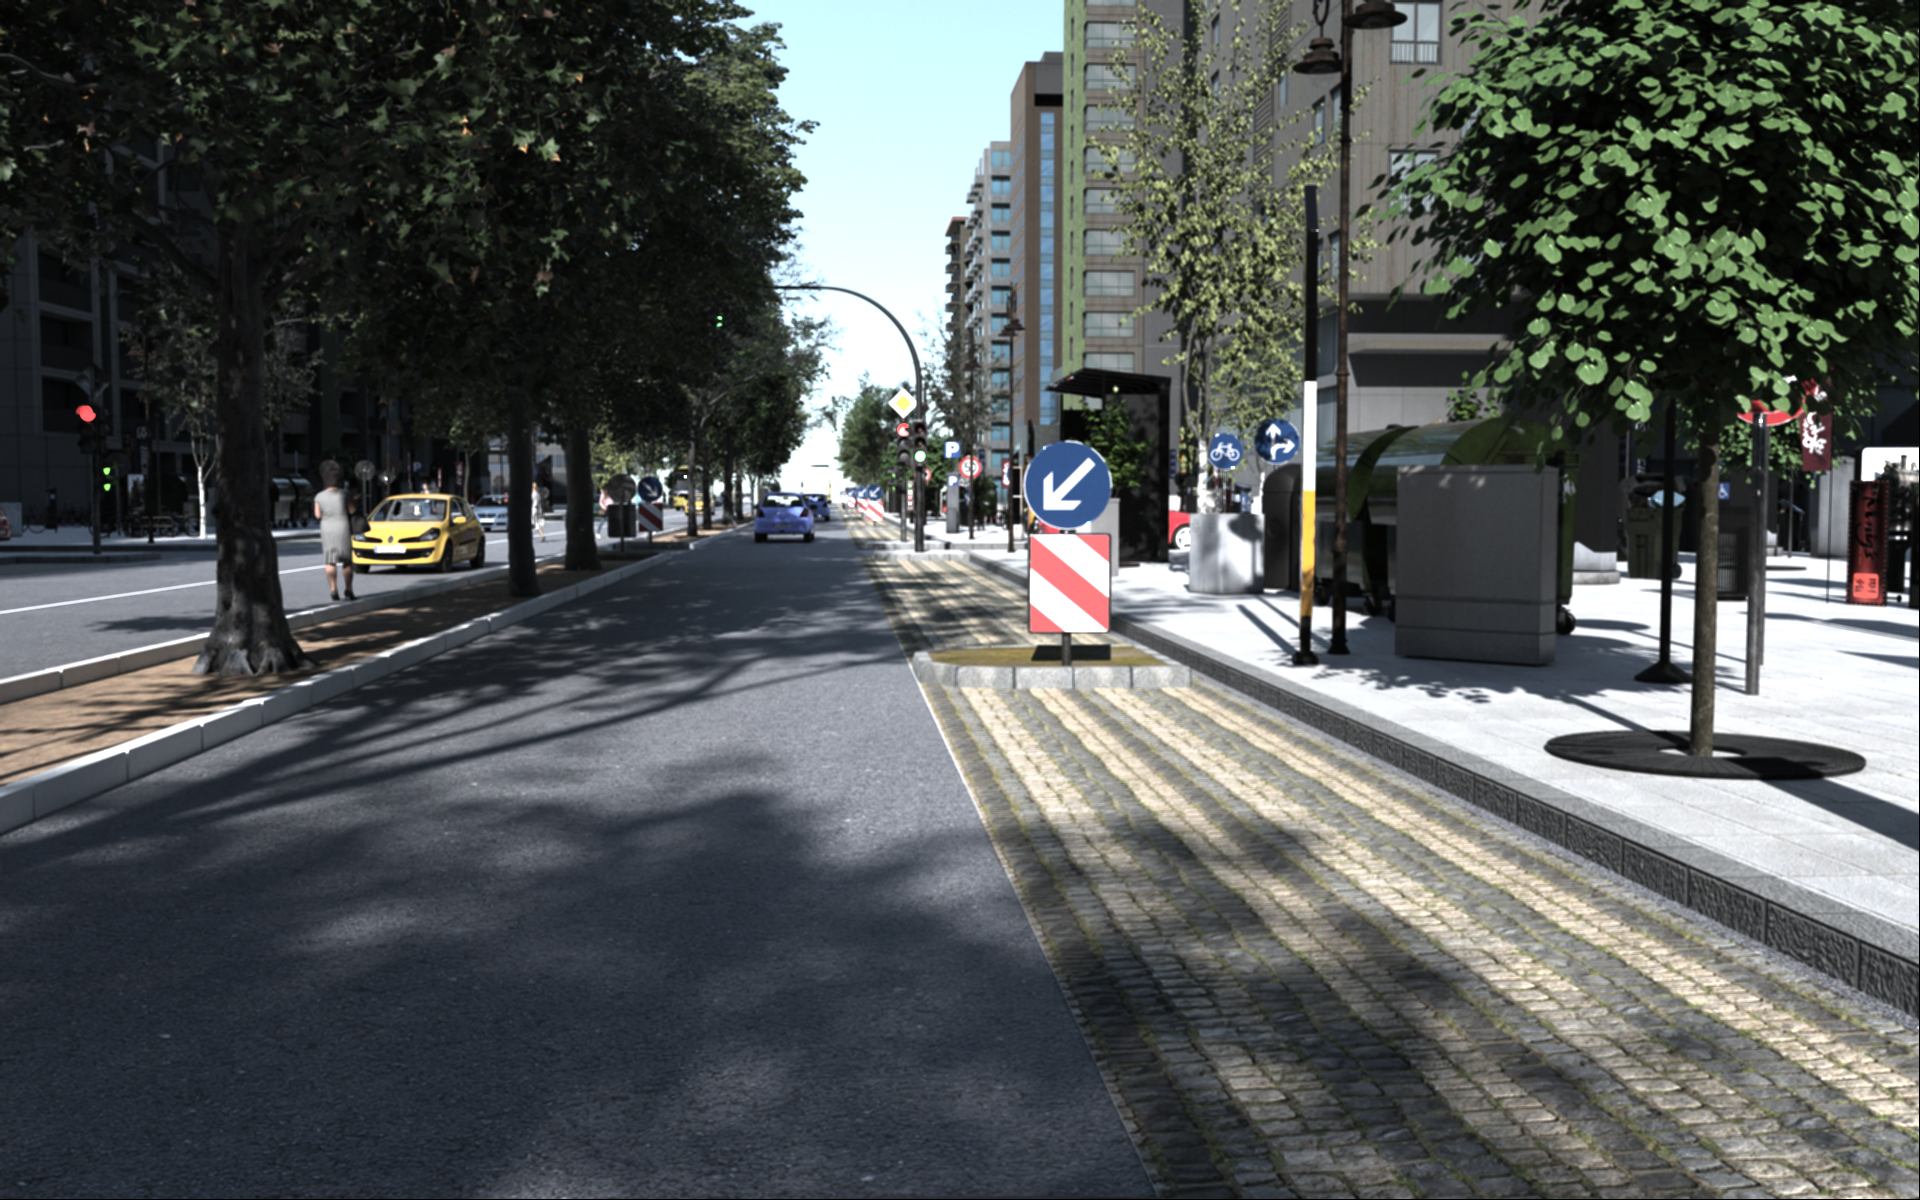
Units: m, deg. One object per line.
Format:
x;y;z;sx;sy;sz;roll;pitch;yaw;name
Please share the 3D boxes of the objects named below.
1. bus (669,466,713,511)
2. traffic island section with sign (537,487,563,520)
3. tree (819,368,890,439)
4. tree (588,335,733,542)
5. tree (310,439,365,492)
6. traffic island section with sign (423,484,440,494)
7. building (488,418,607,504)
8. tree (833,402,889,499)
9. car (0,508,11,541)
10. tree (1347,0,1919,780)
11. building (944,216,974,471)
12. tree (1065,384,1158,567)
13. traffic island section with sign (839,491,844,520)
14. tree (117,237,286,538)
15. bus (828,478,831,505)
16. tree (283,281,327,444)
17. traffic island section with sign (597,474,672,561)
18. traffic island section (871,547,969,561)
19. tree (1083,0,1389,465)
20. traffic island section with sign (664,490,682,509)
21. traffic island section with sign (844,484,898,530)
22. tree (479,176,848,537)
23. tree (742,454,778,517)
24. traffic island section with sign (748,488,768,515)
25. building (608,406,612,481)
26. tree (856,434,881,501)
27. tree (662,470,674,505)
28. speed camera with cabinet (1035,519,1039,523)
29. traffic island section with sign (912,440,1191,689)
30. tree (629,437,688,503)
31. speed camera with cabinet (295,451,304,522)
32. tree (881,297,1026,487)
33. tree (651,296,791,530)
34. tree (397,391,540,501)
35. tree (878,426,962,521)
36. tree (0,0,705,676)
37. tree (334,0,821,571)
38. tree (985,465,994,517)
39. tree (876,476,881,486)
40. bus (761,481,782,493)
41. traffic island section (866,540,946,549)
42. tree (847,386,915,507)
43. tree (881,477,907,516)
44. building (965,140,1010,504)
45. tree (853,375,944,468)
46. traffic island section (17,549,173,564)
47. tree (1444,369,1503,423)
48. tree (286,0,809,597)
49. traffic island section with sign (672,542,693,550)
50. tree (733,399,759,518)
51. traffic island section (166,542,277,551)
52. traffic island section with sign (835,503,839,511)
-23.568;-9.870;152.928;2.896;3.916;12.252;0;4;-4;bus
-22.773;-5.260;94.636;1.989;1.847;2.006;0;4;-4;traffic island section with sign
-15.428;-24.942;263.687;12.611;20.169;13.585;0;3;0;tree
-8.811;-5.848;48.438;4.737;8.622;4.395;0;3;0;tree
-36.666;-7.271;102.590;4.285;4.588;4.351;0;3;0;tree
-20.753;-3.616;67.756;1.989;1.847;2.006;0;4;-4;traffic island section with sign
-59.106;-41.972;228.241;21.231;58.520;28.212;0;4;-4;building
-12.277;-18.086;213.840;7.486;12.596;7.792;0;3;0;tree
-25.394;-1.999;41.723;4.494;1.783;2.155;0;4;-4;car
3.564;-1.509;8.394;4.285;4.588;4.351;0;3;0;tree
8.989;-37.480;267.414;22.147;44.769;28.867;0;4;-4;building
2.776;-2.201;30.592;1.663;3.219;1.824;0;3;0;tree
-5.521;-5.325;95.688;1.989;1.847;2.006;0;4;-4;traffic island section with sign
-21.828;-6.075;49.681;4.360;8.622;3.978;0;3;0;tree
-18.685;-14.749;232.692;2.896;3.916;12.252;0;4;-5;bus
-22.586;-6.446;55.752;4.360;8.622;3.978;0;3;0;tree
-7.498;-1.827;38.006;2.006;1.907;1.989;0;4;-4;traffic island section with sign
-0.886;-0.977;38.261;2.009;0.180;2.903;0;4;-4;traffic island section
3.638;-4.527;24.386;4.737;8.622;4.395;0;3;0;tree
-28.547;-9.966;171.576;1.989;1.847;2.006;0;4;-4;traffic island section with sign
-3.506;-3.674;68.704;1.989;1.847;2.006;0;4;-4;traffic island section with sign
-8.934;-8.833;57.245;12.009;13.543;11.850;0;3;0;tree
-12.829;-9.423;106.887;4.360;8.622;3.978;0;3;0;tree
-13.681;-6.861;120.321;2.006;1.907;1.989;0;4;-4;traffic island section with sign
-57.865;-29.282;250.465;14.160;30.474;14.107;0;4;-4;building
-8.432;-13.836;176.574;4.360;8.622;3.978;0;3;0;tree
-33.905;-13.695;207.624;4.285;4.588;4.351;0;3;0;tree
3.984;-4.994;75.982;0.660;3.252;2.038;-3;5;-40;speed camera with cabinet
0.639;-0.304;13.601;1.989;1.847;2.006;0;4;-4;traffic island section with sign
-31.253;-15.012;179.864;8.767;10.594;7.601;-1;4;-14;tree
-30.865;-5.264;80.399;0.660;3.252;2.038;-1;4;-11;speed camera with cabinet
0.017;-6.984;64.544;4.360;8.622;3.978;0;3;0;tree
-10.213;-8.609;68.964;9.928;11.665;9.643;0;3;0;tree
-24.153;-9.230;85.324;7.601;10.594;8.767;0;4;-6;tree
-1.167;-6.090;83.291;4.285;4.588;4.351;0;3;0;tree
-5.767;-5.756;13.583;9.611;12.733;9.660;0;3;0;tree
-7.061;-7.514;31.973;9.857;13.997;8.962;0;3;0;tree
1.183;-6.286;97.377;1.663;3.219;1.824;0;3;0;tree
-6.757;-9.884;156.199;1.663;3.219;1.824;0;3;0;tree
-25.825;-14.769;236.334;2.948;3.499;13.247;0;4;-6;bus
-1.484;-1.464;46.224;2.009;0.180;2.903;0;4;-4;traffic island section
-7.291;-14.706;166.200;9.928;11.665;9.643;0;3;0;tree
-3.354;-6.514;101.111;1.663;3.219;1.824;0;3;0;tree
12.421;-37.721;236.347;23.786;49.044;30.456;0;4;-4;building
-4.903;-12.272;135.054;7.601;10.594;8.767;1;4;15;tree
-18.428;-0.897;36.953;2.009;0.180;2.903;0;4;-4;traffic island section
7.874;-1.991;27.149;1.663;3.219;1.824;0;3;0;tree
-5.945;-6.283;23.320;7.486;12.596;7.792;0;3;0;tree
-8.043;-2.279;45.393;2.006;1.907;1.989;0;4;-4;traffic island section with sign
-11.625;-8.188;86.695;4.737;8.622;4.395;0;3;0;tree
-19.026;-1.384;44.916;2.009;0.180;2.903;0;4;-4;traffic island section
-9.201;-8.313;144.552;1.989;1.847;2.006;0;4;-4;traffic island section with sign
